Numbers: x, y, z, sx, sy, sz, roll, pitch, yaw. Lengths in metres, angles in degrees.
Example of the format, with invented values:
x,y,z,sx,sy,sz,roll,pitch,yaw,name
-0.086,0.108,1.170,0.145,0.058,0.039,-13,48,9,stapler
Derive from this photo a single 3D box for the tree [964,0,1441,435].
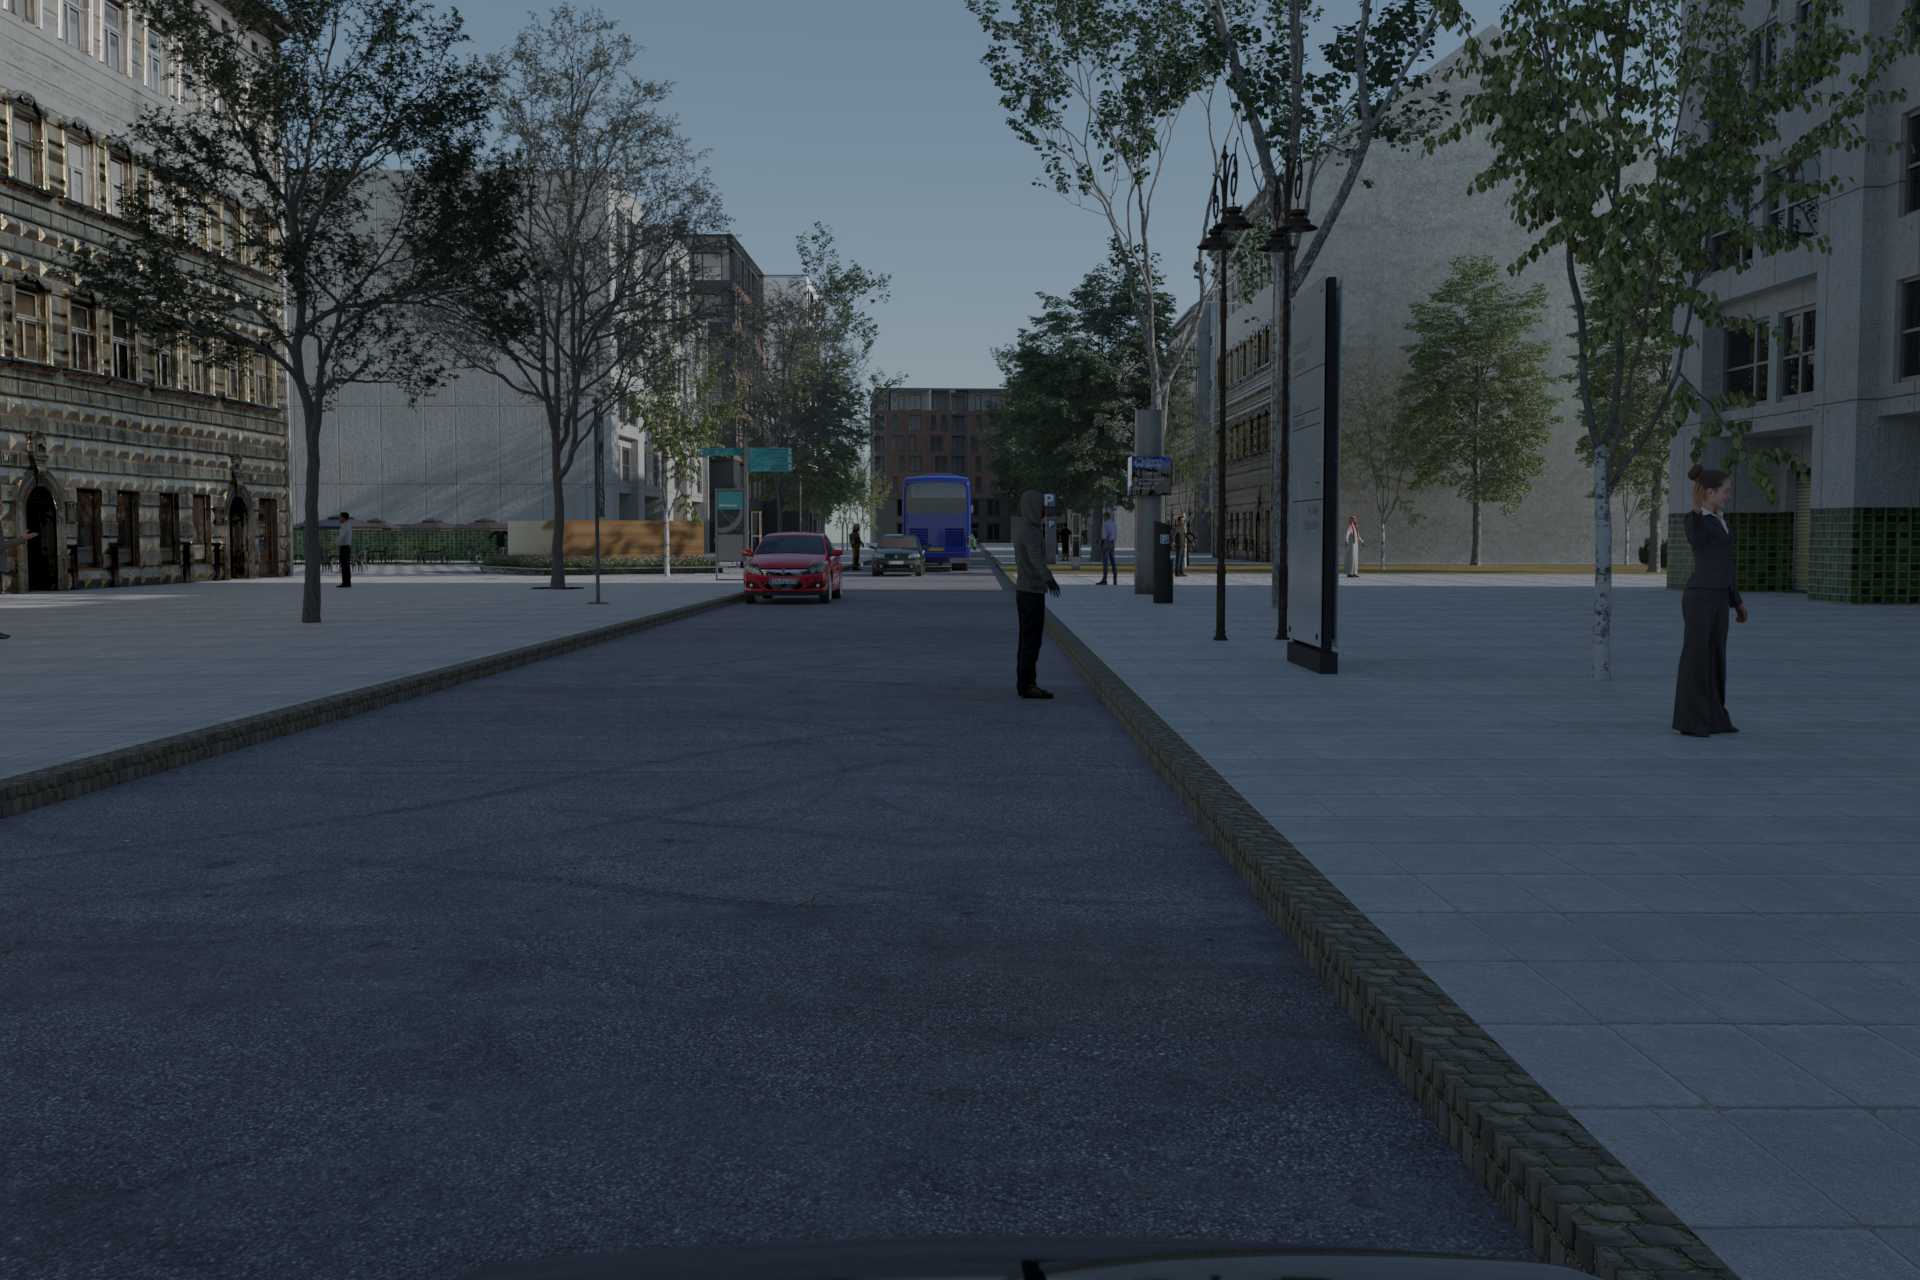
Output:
x,y,z,sx,sy,sz,roll,pitch,yaw,name
6.871,-11.868,49.936,12.611,20.169,13.585,0,3,0,tree

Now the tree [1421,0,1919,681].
x,y,z,sx,sy,sz,roll,pitch,yaw,name
5.665,-3.937,14.736,4.737,8.622,4.395,0,3,0,tree

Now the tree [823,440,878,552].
x,y,z,sx,sy,sz,roll,pitch,yaw,name
-8.702,-10.698,125.276,4.360,8.622,3.978,0,3,0,tree

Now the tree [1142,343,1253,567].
x,y,z,sx,sy,sz,roll,pitch,yaw,name
8.611,-7.134,66.997,4.360,8.622,3.978,0,3,0,tree

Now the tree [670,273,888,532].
x,y,z,sx,sy,sz,roll,pitch,yaw,name
-8.520,-10.491,81.895,12.009,13.543,11.850,0,3,0,tree

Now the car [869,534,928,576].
x,y,z,sx,sy,sz,roll,pitch,yaw,name
-2.111,-3.064,59.883,2.009,1.686,4.222,0,4,1,car

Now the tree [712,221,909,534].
x,y,z,sx,sy,sz,roll,pitch,yaw,name
-9.473,-15.409,107.820,12.611,20.169,13.585,0,3,0,tree

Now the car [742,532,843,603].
x,y,z,sx,sy,sz,roll,pitch,yaw,name
-3.537,-1.717,37.107,2.155,1.783,4.494,0,4,1,car

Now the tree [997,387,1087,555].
x,y,z,sx,sy,sz,roll,pitch,yaw,name
5.904,-11.211,109.062,9.928,11.665,9.643,0,3,0,tree

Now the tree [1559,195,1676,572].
x,y,z,sx,sy,sz,roll,pitch,yaw,name
23.788,-8.572,58.279,7.486,12.596,7.792,0,3,0,tree

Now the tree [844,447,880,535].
x,y,z,sx,sy,sz,roll,pitch,yaw,name
-8.029,-11.657,140.949,4.360,8.622,3.978,0,3,0,tree

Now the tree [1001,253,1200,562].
x,y,z,sx,sy,sz,roll,pitch,yaw,name
6.304,-10.598,79.939,9.857,13.997,8.962,0,3,0,tree

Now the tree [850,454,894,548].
x,y,z,sx,sy,sz,roll,pitch,yaw,name
-8.373,-12.530,155.224,4.737,8.622,4.395,0,3,0,tree

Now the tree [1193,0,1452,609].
x,y,z,sx,sy,sz,roll,pitch,yaw,name
6.882,-10.558,28.509,12.611,20.169,13.585,0,3,0,tree

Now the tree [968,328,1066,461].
x,y,z,sx,sy,sz,roll,pitch,yaw,name
7.205,-18.441,157.402,12.611,20.169,13.585,0,3,0,tree

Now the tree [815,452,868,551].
x,y,z,sx,sy,sz,roll,pitch,yaw,name
-8.583,-11.272,134.656,4.360,8.622,3.978,0,3,0,tree

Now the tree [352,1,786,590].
x,y,z,sx,sy,sz,roll,pitch,yaw,name
-9.225,-7.923,39.917,12.009,13.543,11.850,0,3,0,tree

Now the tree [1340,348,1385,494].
x,y,z,sx,sy,sz,roll,pitch,yaw,name
14.020,-7.175,67.673,4.360,8.622,3.978,0,3,0,tree

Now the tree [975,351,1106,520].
x,y,z,sx,sy,sz,roll,pitch,yaw,name
6.172,-13.079,120.504,9.857,13.997,8.962,0,3,0,tree

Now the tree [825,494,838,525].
x,y,z,sx,sy,sz,roll,pitch,yaw,name
-20.105,-20.061,246.118,7.486,12.596,7.792,0,3,0,tree

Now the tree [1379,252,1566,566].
x,y,z,sx,sy,sz,roll,pitch,yaw,name
20.962,-9.335,70.751,7.486,12.596,7.792,0,3,0,tree

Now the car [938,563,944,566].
x,y,z,sx,sy,sz,roll,pitch,yaw,name
-1.628,-4.117,79.103,2.131,1.459,4.920,0,3,0,car

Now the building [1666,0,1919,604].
x,y,z,sx,sy,sz,roll,pitch,yaw,name
24.543,-9.612,23.621,16.747,18.905,31.486,0,4,0,building

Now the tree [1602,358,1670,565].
x,y,z,sx,sy,sz,roll,pitch,yaw,name
27.859,-7.479,72.637,4.360,8.622,3.978,0,3,0,tree

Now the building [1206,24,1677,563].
x,y,z,sx,sy,sz,roll,pitch,yaw,name
22.943,-15.495,84.278,19.493,23.208,18.063,0,3,0,building

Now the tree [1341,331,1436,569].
x,y,z,sx,sy,sz,roll,pitch,yaw,name
15.399,-6.871,62.710,4.360,8.622,3.978,0,3,0,tree

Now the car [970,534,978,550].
x,y,z,sx,sy,sz,roll,pitch,yaw,name
0.535,-8.810,155.847,2.131,1.459,4.920,0,4,-1,car

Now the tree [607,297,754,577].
x,y,z,sx,sy,sz,roll,pitch,yaw,name
-8.612,-6.219,52.039,4.737,8.622,4.395,0,3,0,tree

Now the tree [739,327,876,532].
x,y,z,sx,sy,sz,roll,pitch,yaw,name
-8.564,-10.865,95.765,7.486,12.596,7.792,0,3,0,tree

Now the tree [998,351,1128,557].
x,y,z,sx,sy,sz,roll,pitch,yaw,name
6.004,-10.521,97.774,9.928,11.665,9.643,0,3,0,tree

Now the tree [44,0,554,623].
x,y,z,sx,sy,sz,roll,pitch,yaw,name
-9.191,-5.546,25.095,8.767,10.594,7.601,3,4,38,tree

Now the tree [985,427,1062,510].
x,y,z,sx,sy,sz,roll,pitch,yaw,name
7.131,-14.056,140.184,12.009,13.543,11.850,0,3,0,tree

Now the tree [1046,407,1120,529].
x,y,z,sx,sy,sz,roll,pitch,yaw,name
5.870,-8.468,88.818,4.360,8.622,3.978,0,3,0,tree

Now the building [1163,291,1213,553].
x,y,z,sx,sy,sz,roll,pitch,yaw,name
25.126,-17.968,124.711,19.493,23.208,18.063,0,4,0,building

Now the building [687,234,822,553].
x,y,z,sx,sy,sz,roll,pitch,yaw,name
-25.942,-17.772,134.545,27.936,21.610,32.646,0,4,0,building

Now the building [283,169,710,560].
x,y,z,sx,sy,sz,roll,pitch,yaw,name
-25.281,-14.287,100.049,16.747,18.905,31.486,0,4,0,building
